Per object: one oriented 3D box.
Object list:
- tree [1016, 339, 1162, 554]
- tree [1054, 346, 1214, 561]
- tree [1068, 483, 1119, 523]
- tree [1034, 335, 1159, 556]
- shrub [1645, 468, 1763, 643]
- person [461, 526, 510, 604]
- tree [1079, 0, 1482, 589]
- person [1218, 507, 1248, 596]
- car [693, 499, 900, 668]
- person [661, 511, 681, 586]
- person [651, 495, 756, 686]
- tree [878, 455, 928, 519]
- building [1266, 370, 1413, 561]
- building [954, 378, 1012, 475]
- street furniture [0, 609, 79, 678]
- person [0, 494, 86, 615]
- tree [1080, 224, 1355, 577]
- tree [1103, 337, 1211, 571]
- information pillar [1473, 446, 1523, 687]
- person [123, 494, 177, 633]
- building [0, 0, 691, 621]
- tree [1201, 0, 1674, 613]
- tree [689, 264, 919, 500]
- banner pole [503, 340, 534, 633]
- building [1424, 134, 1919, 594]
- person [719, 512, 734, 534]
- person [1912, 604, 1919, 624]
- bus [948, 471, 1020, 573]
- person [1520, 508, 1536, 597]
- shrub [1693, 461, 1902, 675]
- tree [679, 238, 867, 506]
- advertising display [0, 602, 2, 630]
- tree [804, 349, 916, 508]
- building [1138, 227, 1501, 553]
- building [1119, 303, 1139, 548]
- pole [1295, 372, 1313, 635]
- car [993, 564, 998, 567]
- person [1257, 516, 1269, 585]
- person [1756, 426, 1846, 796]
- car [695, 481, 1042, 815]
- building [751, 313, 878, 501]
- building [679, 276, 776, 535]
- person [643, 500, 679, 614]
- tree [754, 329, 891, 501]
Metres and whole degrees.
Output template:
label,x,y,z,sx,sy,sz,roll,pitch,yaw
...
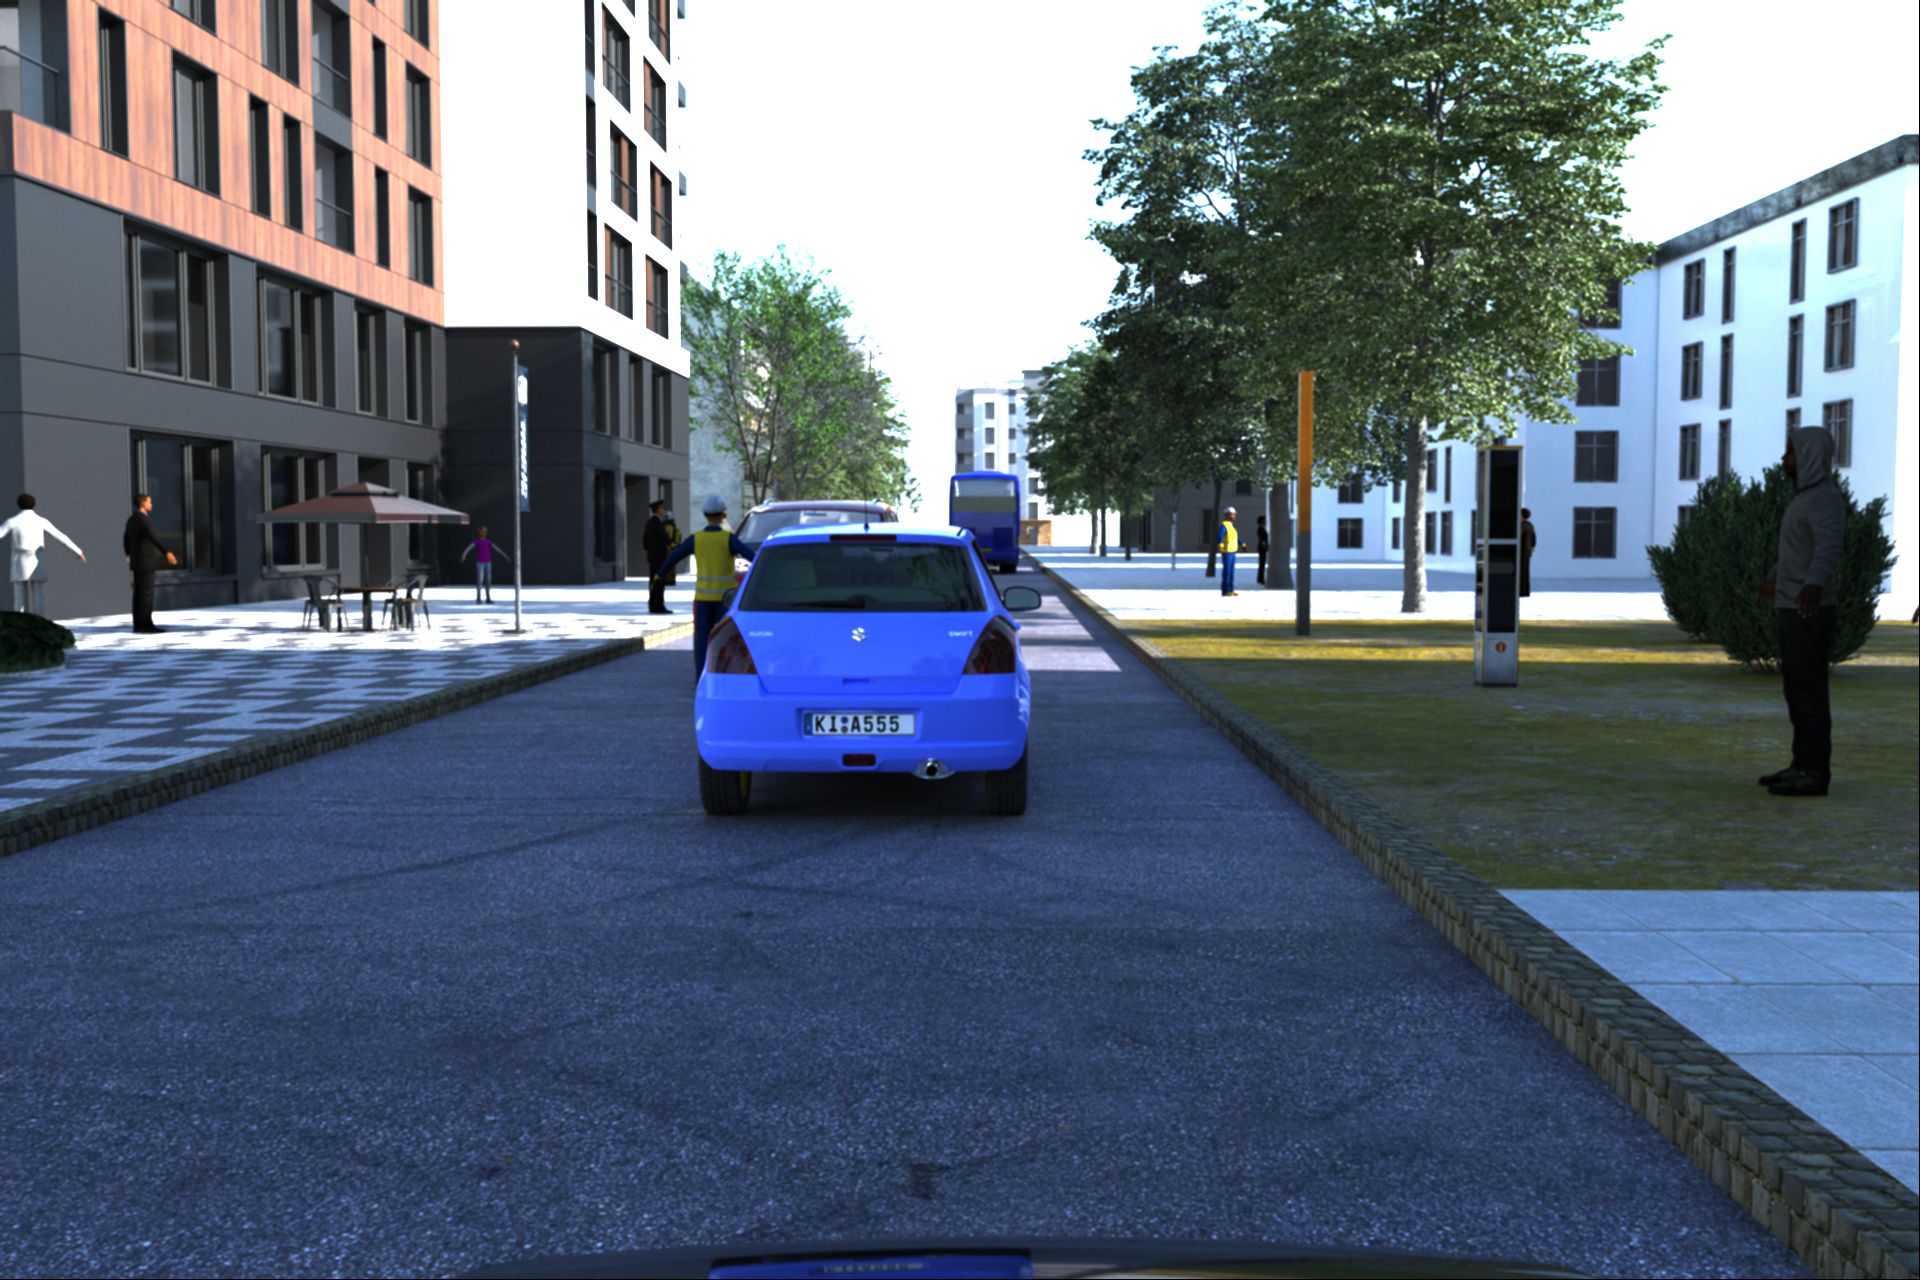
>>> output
label,x,y,z,sx,sy,sz,roll,pitch,yaw
tree,8.527,-12.475,110.622,9.857,13.997,8.962,0,3,0
tree,8.258,-9.132,83.713,8.767,10.594,7.601,1,4,18
tree,16.583,-17.900,203.042,12.009,13.543,11.850,0,3,0
tree,7.948,-11.095,99.525,7.486,12.596,7.792,0,3,0
shrub,9.104,-1.012,20.585,1.661,2.075,1.752,0,3,0
person,-8.702,-1.375,31.743,0.599,1.433,0.991,3,5,44
tree,7.421,-8.179,40.389,9.857,13.997,8.962,0,3,0
person,5.583,-1.823,35.783,0.705,1.833,1.349,2,4,32
car,-1.493,-0.600,18.490,2.281,1.827,5.304,0,4,2
person,-7.264,-2.283,43.101,0.705,1.858,1.354,1,4,22
person,-2.131,-0.385,15.220,1.216,1.772,0.721,0,4,6
tree,-7.179,-16.423,202.930,7.601,10.594,8.767,0,4,3
building,21.707,-8.777,85.646,9.099,9.664,28.070,0,4,1
building,-0.422,-21.075,203.453,11.380,20.090,16.016,0,4,6
street furniture,-12.168,0.038,15.013,5.734,0.657,10.072,2,4,34
person,-12.213,-1.010,22.702,1.347,1.806,0.705,-2,4,-28
tree,7.620,-7.150,51.322,8.767,10.594,7.601,-1,4,-21
tree,7.559,-6.707,60.019,4.360,8.622,3.978,0,3,0
information pillar,4.524,-0.617,14.575,0.304,2.012,0.304,0,4,2
person,-10.569,-0.994,22.474,1.346,1.802,0.704,3,5,42
building,-23.328,-12.037,40.774,27.936,21.610,32.646,0,4,2
tree,7.716,-6.701,27.692,7.486,12.596,7.792,0,3,0
tree,-7.533,-10.333,79.319,12.009,13.543,11.850,0,3,0
banner pole,-5.745,-1.997,22.666,0.401,3.779,0.863,0,4,1
building,20.967,-6.627,50.501,9.099,9.664,28.070,0,4,2
person,-5.140,-1.898,37.308,0.705,1.796,1.348,2,4,27
person,4.706,-0.062,7.163,1.345,1.843,0.704,1,4,15
bus,0.966,-4.607,66.875,2.896,3.916,12.251,0,4,1
person,11.410,-1.772,35.157,0.705,1.806,1.347,3,5,42
shrub,7.641,-0.722,15.851,1.661,2.075,1.752,0,3,0
tree,-7.182,-8.332,61.990,9.928,11.665,9.643,0,3,0
advertising display,-6.596,-0.371,11.286,0.123,1.923,0.974,0,4,2
tree,-6.438,-11.536,106.740,7.486,12.596,7.792,0,3,0
building,27.388,-17.599,131.713,27.936,21.610,32.646,0,4,2
building,29.427,-19.907,169.453,27.936,21.610,32.646,0,4,2
pole,4.349,-1.715,21.878,0.158,3.312,0.155,0,3,0
car,0.862,-4.137,77.862,2.015,1.641,3.980,0,4,1
person,7.741,-2.274,43.895,0.721,1.740,1.216,1,4,13
person,4.176,-0.151,8.605,0.705,1.813,1.348,1,4,17
car,-0.478,-0.034,10.142,1.945,1.707,3.694,0,3,0
building,-23.454,-20.351,176.709,27.936,21.610,32.646,0,4,1
building,-24.250,-18.282,129.836,19.493,23.208,18.063,0,4,1
person,-4.861,-1.349,27.988,0.705,1.837,1.347,-2,4,-33
tree,-7.554,-10.737,93.675,7.486,12.596,7.792,0,3,0
